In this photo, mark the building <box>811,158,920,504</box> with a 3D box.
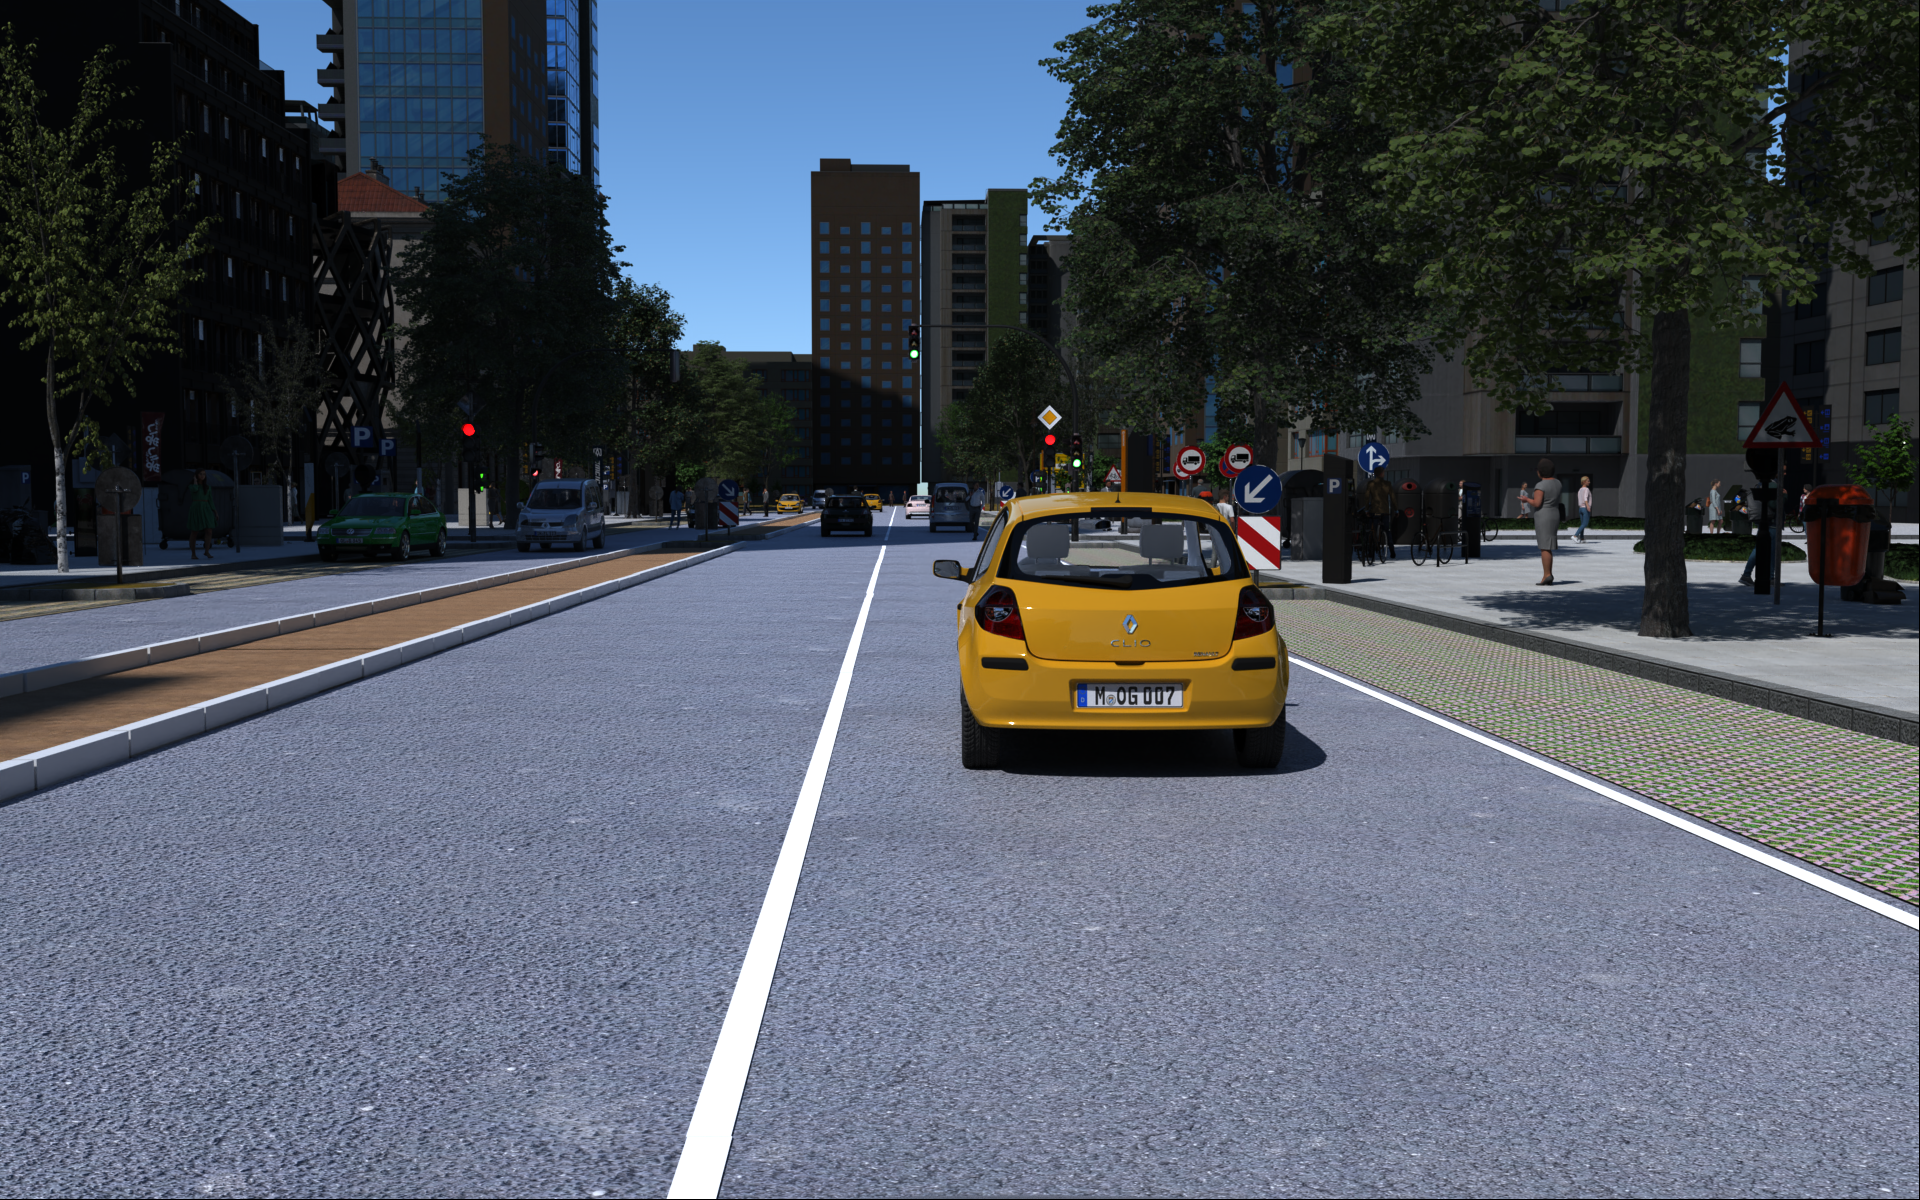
[{"bbox_3d":[-12.586,-35.725,234.216,14.200,45.320,14.600,0,4,-2],"label":"building"}]

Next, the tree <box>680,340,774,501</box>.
[{"bbox_3d":[-18.332,-12.846,128.156,7.486,12.596,7.792,0,3,0],"label":"tree"}]

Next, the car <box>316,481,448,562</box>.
[{"bbox_3d":[-12.602,-1.782,37.925,1.959,1.807,4.718,0,4,-1],"label":"car"}]

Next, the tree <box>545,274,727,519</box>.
[{"bbox_3d":[-17.042,-10.617,90.591,9.611,12.733,9.660,0,3,0],"label":"tree"}]

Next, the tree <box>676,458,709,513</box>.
[{"bbox_3d":[-18.740,-8.218,118.072,4.285,4.588,4.351,0,3,0],"label":"tree"}]

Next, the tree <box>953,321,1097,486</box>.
[{"bbox_3d":[4.111,-12.112,115.032,9.611,12.733,9.660,0,3,0],"label":"tree"}]

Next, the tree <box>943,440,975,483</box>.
[{"bbox_3d":[0.059,-15.358,201.463,4.360,8.622,3.978,0,3,0],"label":"tree"}]

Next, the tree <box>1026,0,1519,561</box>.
[{"bbox_3d":[5.929,-7.739,33.187,9.857,13.997,8.962,0,3,0],"label":"tree"}]

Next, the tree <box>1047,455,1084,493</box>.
[{"bbox_3d":[4.775,-4.896,74.648,1.663,3.219,1.824,0,3,0],"label":"tree"}]

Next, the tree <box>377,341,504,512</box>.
[{"bbox_3d":[-25.151,-8.076,82.400,4.737,8.622,4.395,0,3,0],"label":"tree"}]

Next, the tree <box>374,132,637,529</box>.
[{"bbox_3d":[-16.247,-9.559,62.944,9.857,13.997,8.962,0,3,0],"label":"tree"}]

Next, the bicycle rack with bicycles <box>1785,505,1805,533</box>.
[{"bbox_3d":[28.390,-2.683,57.241,2.852,0.926,2.925,-2,4,-35],"label":"bicycle rack with bicycles"}]

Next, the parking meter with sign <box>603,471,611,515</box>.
[{"bbox_3d":[-21.615,-6.691,105.662,0.543,3.016,1.738,0,4,-4],"label":"parking meter with sign"}]

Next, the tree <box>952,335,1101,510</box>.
[{"bbox_3d":[4.002,-10.181,100.879,8.767,10.594,7.601,0,4,-2],"label":"tree"}]

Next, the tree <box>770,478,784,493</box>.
[{"bbox_3d":[-21.743,-12.916,205.778,1.663,3.219,1.824,0,3,0],"label":"tree"}]

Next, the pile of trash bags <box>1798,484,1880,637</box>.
[{"bbox_3d":[8.809,-0.299,14.635,1.912,1.369,3.447,-3,4,-37],"label":"pile of trash bags"}]

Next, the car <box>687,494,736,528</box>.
[{"bbox_3d":[-10.675,-3.968,74.657,2.009,1.686,4.222,0,4,0],"label":"car"}]

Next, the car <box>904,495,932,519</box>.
[{"bbox_3d":[-2.193,-5.359,99.976,2.083,1.381,4.827,0,4,-1],"label":"car"}]

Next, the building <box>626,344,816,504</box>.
[{"bbox_3d":[-34.315,-24.139,239.704,28.899,21.520,27.650,0,4,-2],"label":"building"}]

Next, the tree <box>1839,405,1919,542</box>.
[{"bbox_3d":[20.312,-2.631,37.619,1.663,3.219,1.824,0,3,0],"label":"tree"}]

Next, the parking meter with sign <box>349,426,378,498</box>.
[{"bbox_3d":[-15.669,-2.997,45.260,0.543,3.016,1.738,-1,4,-23],"label":"parking meter with sign"}]

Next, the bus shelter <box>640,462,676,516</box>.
[{"bbox_3d":[-18.340,-7.036,106.329,1.731,3.624,6.357,0,4,-2],"label":"bus shelter"}]

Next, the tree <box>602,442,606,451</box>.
[{"bbox_3d":[-25.237,-10.143,116.205,4.360,8.622,3.978,0,3,0],"label":"tree"}]

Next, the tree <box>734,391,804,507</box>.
[{"bbox_3d":[-19.661,-15.251,175.110,9.928,11.665,9.643,0,3,0],"label":"tree"}]

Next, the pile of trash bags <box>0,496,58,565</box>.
[{"bbox_3d":[-17.161,-1.362,32.027,3.447,1.369,1.912,-2,4,-28],"label":"pile of trash bags"}]

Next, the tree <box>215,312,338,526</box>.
[{"bbox_3d":[-27.157,-7.275,69.308,4.360,8.622,3.978,0,3,0],"label":"tree"}]

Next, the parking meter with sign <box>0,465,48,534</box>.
[{"bbox_3d":[-24.836,-3.011,45.497,1.738,3.016,0.543,1,4,12],"label":"parking meter with sign"}]

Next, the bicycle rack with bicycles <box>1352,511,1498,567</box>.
[{"bbox_3d":[7.927,-1.112,31.560,2.852,0.926,2.925,2,4,33],"label":"bicycle rack with bicycles"}]

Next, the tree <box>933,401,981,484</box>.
[{"bbox_3d":[0.764,-15.481,178.872,9.928,11.665,9.643,0,3,0],"label":"tree"}]

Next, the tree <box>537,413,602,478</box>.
[{"bbox_3d":[-25.069,-9.722,109.323,4.360,8.622,3.978,0,3,0],"label":"tree"}]

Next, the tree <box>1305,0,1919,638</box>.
[{"bbox_3d":[6.483,-5.918,14.882,7.486,12.596,7.792,0,3,0],"label":"tree"}]

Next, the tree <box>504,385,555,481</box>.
[{"bbox_3d":[-29.661,-10.366,119.853,4.737,8.622,4.395,0,3,0],"label":"tree"}]

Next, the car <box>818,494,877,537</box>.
[{"bbox_3d":[-3.876,-3.040,59.490,2.009,1.686,4.222,0,4,-2],"label":"car"}]

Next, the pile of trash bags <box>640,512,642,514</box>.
[{"bbox_3d":[-21.118,-6.354,113.638,1.912,1.369,3.447,-2,4,-26],"label":"pile of trash bags"}]

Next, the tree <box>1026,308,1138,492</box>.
[{"bbox_3d":[4.706,-7.110,66.608,4.360,8.622,3.978,0,3,0],"label":"tree"}]

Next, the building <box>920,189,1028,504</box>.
[{"bbox_3d":[1.739,-33.661,233.955,14.086,41.232,14.154,0,4,-2],"label":"building"}]

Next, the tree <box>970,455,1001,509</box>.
[{"bbox_3d":[2.493,-12.335,152.042,4.737,8.622,4.395,0,3,0],"label":"tree"}]

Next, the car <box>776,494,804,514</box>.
[{"bbox_3d":[-12.159,-6.959,124.000,2.015,1.641,3.980,0,4,-2],"label":"car"}]

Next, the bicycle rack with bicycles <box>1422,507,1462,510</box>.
[{"bbox_3d":[13.181,-2.050,46.893,2.925,0.926,2.852,-1,4,-10],"label":"bicycle rack with bicycles"}]

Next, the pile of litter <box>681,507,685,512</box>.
[{"bbox_3d":[-19.903,-6.942,127.468,1.719,0.858,1.176,2,4,35],"label":"pile of litter"}]

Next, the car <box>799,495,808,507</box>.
[{"bbox_3d":[-18.113,-11.187,195.494,1.945,1.354,3.894,0,4,-2],"label":"car"}]

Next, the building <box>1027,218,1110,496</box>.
[{"bbox_3d":[20.873,-33.754,243.750,23.993,40.220,32.217,0,4,-2],"label":"building"}]

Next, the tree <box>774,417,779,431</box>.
[{"bbox_3d":[-19.085,-13.887,145.187,7.486,12.596,7.792,0,3,0],"label":"tree"}]

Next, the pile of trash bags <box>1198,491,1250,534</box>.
[{"bbox_3d":[8.509,-2.861,56.531,1.912,1.369,3.447,-1,4,-13],"label":"pile of trash bags"}]

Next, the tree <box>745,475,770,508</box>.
[{"bbox_3d":[-19.235,-10.275,162.598,1.663,3.219,1.824,0,3,0],"label":"tree"}]

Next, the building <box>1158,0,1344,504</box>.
[{"bbox_3d":[23.962,-29.928,139.434,14.600,45.320,14.200,0,4,-2],"label":"building"}]

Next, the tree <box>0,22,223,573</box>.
[{"bbox_3d":[-14.453,-4.758,28.162,4.737,8.622,4.395,0,3,0],"label":"tree"}]

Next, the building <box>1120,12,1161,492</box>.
[{"bbox_3d":[27.101,-33.167,161.884,23.786,49.044,30.456,0,4,-2],"label":"building"}]

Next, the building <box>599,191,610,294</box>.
[{"bbox_3d":[-63.088,-35.518,235.338,28.867,44.769,22.147,0,4,-2],"label":"building"}]

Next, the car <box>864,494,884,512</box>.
[{"bbox_3d":[-7.019,-7.803,137.806,2.015,1.641,3.980,0,4,-2],"label":"car"}]

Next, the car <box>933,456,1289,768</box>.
[{"bbox_3d":[0.836,-0.016,10.486,2.015,1.641,3.980,0,4,0],"label":"car"}]

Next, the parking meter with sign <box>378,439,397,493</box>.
[{"bbox_3d":[-18.037,-3.515,53.727,0.543,3.016,1.738,0,4,3],"label":"parking meter with sign"}]
